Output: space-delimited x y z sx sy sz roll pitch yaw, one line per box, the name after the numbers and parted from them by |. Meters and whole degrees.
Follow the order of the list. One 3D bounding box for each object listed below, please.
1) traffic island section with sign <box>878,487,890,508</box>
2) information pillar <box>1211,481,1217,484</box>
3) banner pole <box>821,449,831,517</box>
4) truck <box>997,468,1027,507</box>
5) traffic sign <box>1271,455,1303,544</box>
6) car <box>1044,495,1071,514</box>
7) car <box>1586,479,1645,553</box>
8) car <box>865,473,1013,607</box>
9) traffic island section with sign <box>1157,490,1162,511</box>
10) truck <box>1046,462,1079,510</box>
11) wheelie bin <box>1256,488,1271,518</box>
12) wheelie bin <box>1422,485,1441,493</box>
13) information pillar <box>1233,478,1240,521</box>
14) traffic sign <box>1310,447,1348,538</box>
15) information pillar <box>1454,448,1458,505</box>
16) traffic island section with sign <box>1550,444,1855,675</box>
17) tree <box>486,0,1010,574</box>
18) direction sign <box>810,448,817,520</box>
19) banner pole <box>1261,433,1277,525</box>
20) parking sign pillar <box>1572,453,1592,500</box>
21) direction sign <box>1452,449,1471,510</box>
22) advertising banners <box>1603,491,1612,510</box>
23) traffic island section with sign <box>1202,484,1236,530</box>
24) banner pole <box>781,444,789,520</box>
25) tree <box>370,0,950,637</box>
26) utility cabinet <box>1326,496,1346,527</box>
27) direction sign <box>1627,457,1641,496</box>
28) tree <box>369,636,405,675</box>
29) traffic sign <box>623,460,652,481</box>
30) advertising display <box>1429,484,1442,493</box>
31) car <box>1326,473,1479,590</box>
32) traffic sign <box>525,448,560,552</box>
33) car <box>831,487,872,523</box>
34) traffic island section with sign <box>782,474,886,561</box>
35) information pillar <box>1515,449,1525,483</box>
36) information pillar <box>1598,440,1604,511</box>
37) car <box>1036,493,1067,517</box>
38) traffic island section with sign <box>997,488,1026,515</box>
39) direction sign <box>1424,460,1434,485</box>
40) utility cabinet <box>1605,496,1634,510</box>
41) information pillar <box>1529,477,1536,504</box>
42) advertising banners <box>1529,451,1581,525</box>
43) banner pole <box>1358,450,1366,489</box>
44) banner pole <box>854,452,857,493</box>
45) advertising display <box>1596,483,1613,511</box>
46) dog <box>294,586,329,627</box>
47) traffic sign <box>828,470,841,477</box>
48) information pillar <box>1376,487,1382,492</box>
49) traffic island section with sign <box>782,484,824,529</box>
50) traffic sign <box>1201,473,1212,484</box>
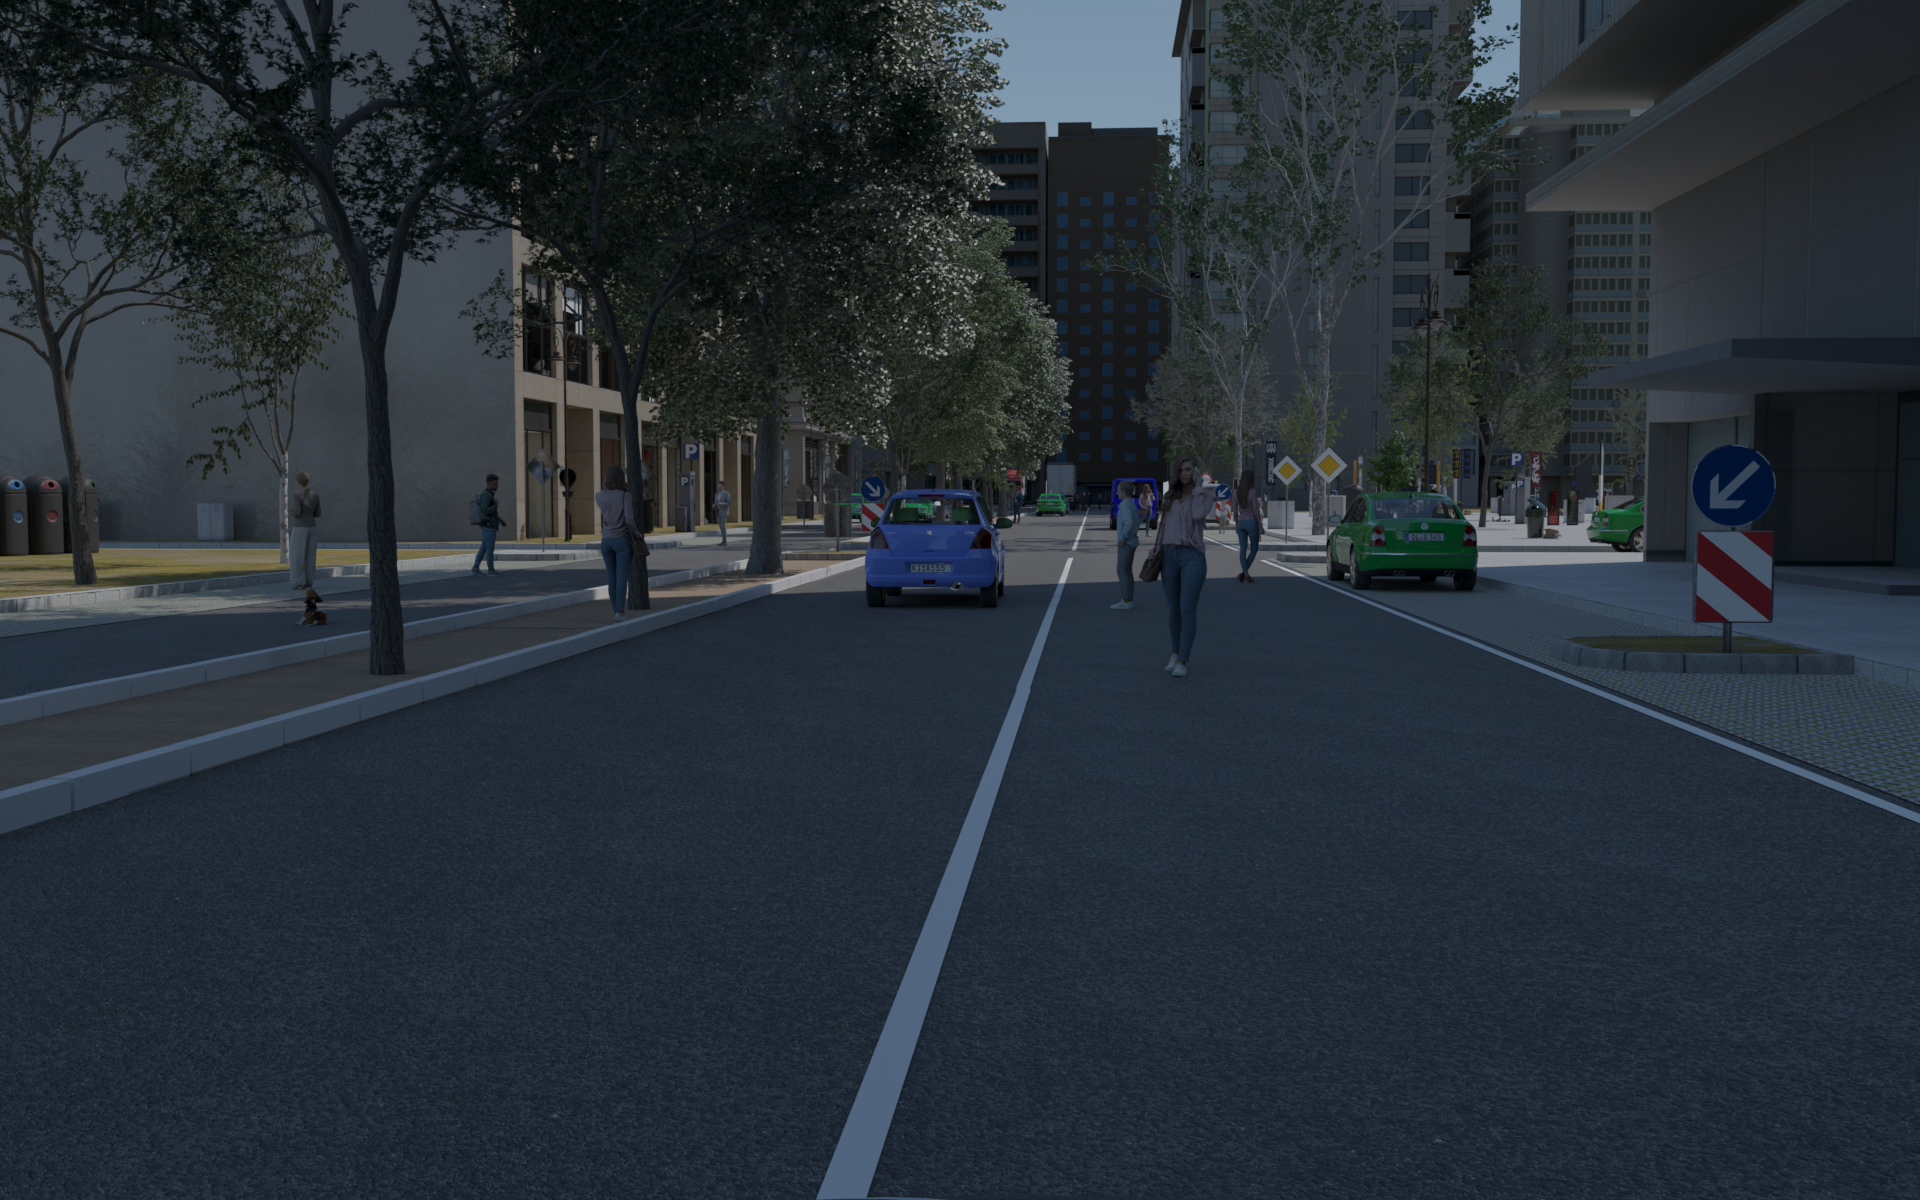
-4.291 -5.455 97.813 1.989 1.847 2.006 0 4 4 | traffic island section with sign
14.066 -5.597 95.999 0.304 2.012 0.304 2 4 26 | information pillar
-7.440 -6.478 95.930 0.863 3.779 0.401 3 5 40 | banner pole
5.740 -12.218 188.670 2.839 4.237 11.283 0 4 5 | truck
8.455 -2.520 44.840 0.795 2.450 0.064 0 4 4 | traffic sign
7.067 -6.988 126.249 2.014 1.417 4.499 0 4 5 | car
17.415 -1.977 41.126 4.718 1.807 1.959 0 4 6 | car
-0.275 -0.835 23.239 1.945 1.707 3.694 0 4 3 | car
16.323 -8.425 146.369 1.989 1.847 2.006 0 4 4 | traffic island section with sign
9.356 -10.345 158.059 2.839 4.237 11.283 0 4 5 | truck
16.017 -5.128 91.758 0.693 1.594 0.980 -2 4 -33 | wheelie bin
16.520 -3.247 60.992 0.693 1.594 0.980 0 4 -4 | wheelie bin
13.041 -4.706 81.430 0.304 2.012 0.304 3 5 44 | information pillar
7.839 -2.033 36.879 0.795 2.450 0.064 0 4 4 | traffic sign
25.394 -5.957 88.752 0.183 3.616 0.504 0 4 8 | information pillar
6.144 -0.369 14.657 1.989 1.847 2.006 0 4 4 | traffic island section with sign
-3.506 -7.442 30.788 9.857 13.997 8.962 0 3 0 | tree
-7.186 -5.670 84.698 0.379 3.537 0.876 1 4 15 | direction sign
12.664 -4.976 71.371 0.863 3.779 0.401 -1 4 -10 | banner pole
41.254 -7.734 114.925 1.447 3.967 1.447 -1 4 -20 | parking sign pillar
25.056 -5.785 86.574 0.876 3.537 0.379 1 4 21 | direction sign
29.268 -5.040 78.594 0.090 3.025 2.074 0 4 7 | advertising banners
10.383 -3.719 69.441 1.989 1.847 2.006 0 4 4 | traffic island section with sign
-8.655 -5.841 85.521 0.401 3.779 0.863 -3 4 -37 | banner pole
-3.917 -5.171 21.419 8.767 10.594 7.601 0 4 4 | tree
14.374 -3.412 66.947 1.020 1.237 0.306 3 4 36 | utility cabinet
41.399 -6.998 106.420 0.876 3.537 0.379 -1 4 -13 | direction sign
-4.488 -4.702 13.753 8.767 10.594 7.601 0 4 4 | tree
-8.587 -2.601 46.172 0.795 2.450 0.064 0 4 4 | traffic sign
30.131 -6.399 109.843 0.974 1.923 0.123 -1 4 -22 | advertising display
6.834 -1.117 27.060 1.959 1.807 4.718 0 4 4 | car
-9.203 -2.114 38.211 0.795 2.450 0.064 0 4 4 | traffic sign
-5.393 -4.759 86.613 1.959 1.807 4.718 0 4 6 | car
-2.775 -1.827 38.013 2.006 1.907 1.989 0 4 4 | traffic island section with sign
29.196 -6.051 90.293 0.504 3.616 0.183 -1 4 -11 | information pillar
27.945 -5.147 75.515 0.183 3.616 0.504 2 4 30 | information pillar
5.859 -6.271 111.326 1.959 1.807 4.718 0 4 5 | car
3.585 -6.861 120.314 2.006 1.907 1.989 0 4 4 | traffic island section with sign
31.570 -7.629 116.723 0.379 3.537 0.876 -2 4 -29 | direction sign
25.484 -3.413 66.963 1.020 1.237 0.306 0 4 1 | utility cabinet
25.059 -4.374 76.000 0.304 2.012 0.304 0 4 -6 | information pillar
24.345 -4.570 70.905 2.074 3.025 0.090 1 4 10 | advertising banners
22.716 -6.597 97.883 0.863 3.779 0.401 -3 5 -42 | banner pole
-6.234 -6.969 103.953 0.401 3.779 0.863 -1 4 -12 | banner pole
36.996 -5.766 99.483 0.123 1.923 0.974 -3 5 -41 | advertising display
-7.202 0.068 19.079 0.550 0.427 0.748 1 4 10 | dog
-6.691 -5.680 92.967 0.768 2.556 0.104 0 4 5 | traffic sign
24.416 -5.901 100.970 0.304 2.012 0.304 1 4 11 | information pillar
-6.385 -3.799 70.741 1.989 1.847 2.006 0 4 4 | traffic island section with sign
14.733 -6.353 103.977 0.768 2.556 0.104 1 4 8 | traffic sign
